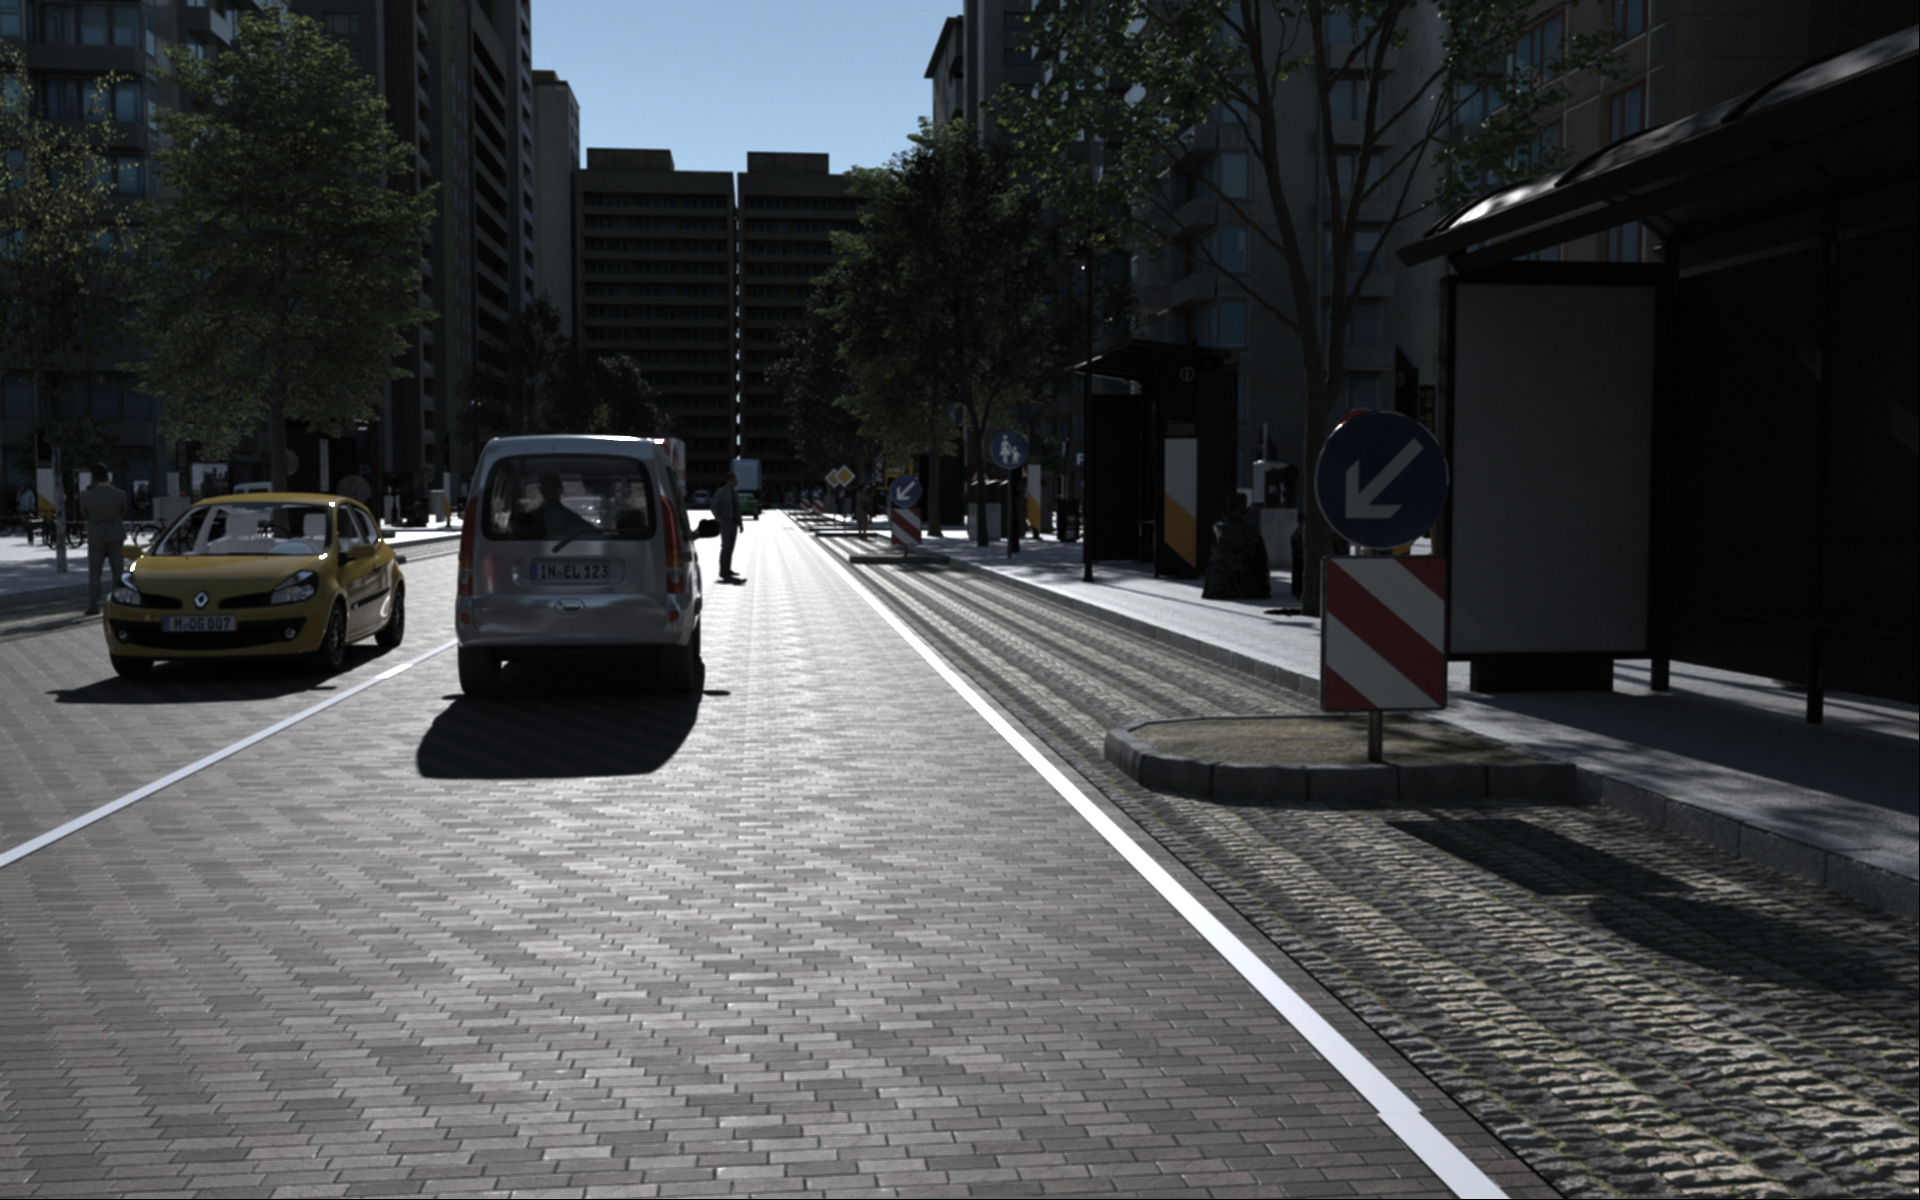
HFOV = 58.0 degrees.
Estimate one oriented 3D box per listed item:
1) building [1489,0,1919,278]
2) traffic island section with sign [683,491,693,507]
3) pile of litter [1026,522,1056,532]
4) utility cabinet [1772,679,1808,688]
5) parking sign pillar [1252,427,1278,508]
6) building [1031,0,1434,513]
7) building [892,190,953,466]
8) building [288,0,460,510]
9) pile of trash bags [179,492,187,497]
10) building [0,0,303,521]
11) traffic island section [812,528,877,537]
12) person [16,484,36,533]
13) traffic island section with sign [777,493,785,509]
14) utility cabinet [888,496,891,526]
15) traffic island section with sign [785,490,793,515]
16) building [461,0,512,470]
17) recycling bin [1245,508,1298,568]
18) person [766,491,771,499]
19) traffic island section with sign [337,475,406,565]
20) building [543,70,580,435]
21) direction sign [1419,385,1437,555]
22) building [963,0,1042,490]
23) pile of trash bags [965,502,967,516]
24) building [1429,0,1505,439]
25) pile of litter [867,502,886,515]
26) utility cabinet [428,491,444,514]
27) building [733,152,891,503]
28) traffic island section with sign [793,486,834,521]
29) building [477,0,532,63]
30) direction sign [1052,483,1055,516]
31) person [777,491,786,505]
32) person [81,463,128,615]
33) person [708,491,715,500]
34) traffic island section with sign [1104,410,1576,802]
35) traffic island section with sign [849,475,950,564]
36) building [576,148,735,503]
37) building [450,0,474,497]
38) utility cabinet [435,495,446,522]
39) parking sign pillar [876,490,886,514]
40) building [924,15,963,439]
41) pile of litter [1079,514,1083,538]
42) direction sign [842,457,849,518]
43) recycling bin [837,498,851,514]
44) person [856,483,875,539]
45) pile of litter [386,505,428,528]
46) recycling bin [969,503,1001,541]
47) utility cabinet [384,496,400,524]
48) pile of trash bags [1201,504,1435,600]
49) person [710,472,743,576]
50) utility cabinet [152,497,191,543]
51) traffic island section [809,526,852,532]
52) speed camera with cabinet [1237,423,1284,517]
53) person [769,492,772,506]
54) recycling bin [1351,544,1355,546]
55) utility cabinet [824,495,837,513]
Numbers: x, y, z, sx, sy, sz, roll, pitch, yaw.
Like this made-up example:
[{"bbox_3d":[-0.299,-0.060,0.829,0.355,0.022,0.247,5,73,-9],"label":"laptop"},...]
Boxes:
[{"bbox_3d":[28.742,-11.360,30.777,27.650,21.520,28.899,0,4,-7],"label":"building"},{"bbox_3d":[-30.540,-11.287,193.176,1.989,1.847,2.006,0,4,-7],"label":"traffic island section with sign"},{"bbox_3d":[2.494,-2.771,59.263,1.719,0.858,1.176,0,4,-7],"label":"pile of litter"},{"bbox_3d":[6.005,-0.165,11.370,1.173,1.500,0.318,0,4,2],"label":"utility cabinet"},{"bbox_3d":[12.242,-4.955,69.482,1.447,3.967,1.447,-1,4,-20],"label":"parking sign pillar"},{"bbox_3d":[17.502,-31.121,128.436,23.786,49.044,30.456,0,4,-7],"label":"building"},{"bbox_3d":[-2.923,-36.550,247.698,14.200,45.320,14.600,0,4,-7],"label":"building"},{"bbox_3d":[-46.131,-27.277,129.570,14.154,41.232,14.086,0,4,-7],"label":"building"},{"bbox_3d":[-29.327,-3.556,67.888,1.912,1.369,3.447,2,4,31],"label":"pile of trash bags"},{"bbox_3d":[-49.355,-28.959,93.091,23.786,49.044,30.456,0,4,-7],"label":"building"},{"bbox_3d":[-3.882,-2.223,58.627,2.009,0.180,2.903,0,4,-7],"label":"traffic island section"},{"bbox_3d":[-32.255,-3.129,59.917,0.793,1.790,0.793,-2,4,-31],"label":"person"},{"bbox_3d":[-16.409,-9.726,167.652,1.989,1.847,2.006,0,4,-7],"label":"traffic island section with sign"},{"bbox_3d":[-2.691,-3.610,70.187,0.306,1.237,1.020,-1,4,-13],"label":"utility cabinet"},{"bbox_3d":[-10.681,-6.676,117.778,1.989,1.847,2.006,0,4,-7],"label":"traffic island section with sign"},{"bbox_3d":[-54.310,-32.867,161.072,21.300,48.544,21.600,0,4,-7],"label":"building"},{"bbox_3d":[5.440,-1.087,30.323,0.722,1.027,0.722,-1,4,-14],"label":"recycling bin"},{"bbox_3d":[-19.497,-10.225,176.194,0.721,1.766,1.217,1,4,11],"label":"person"},{"bbox_3d":[-12.389,-1.625,35.203,1.989,1.847,2.006,0,4,-7],"label":"traffic island section with sign"},{"bbox_3d":[-67.701,-42.877,243.030,28.212,58.520,21.231,0,4,-7],"label":"building"},{"bbox_3d":[9.919,-2.688,35.947,0.876,3.537,0.379,3,5,40],"label":"direction sign"},{"bbox_3d":[10.837,-37.983,163.020,21.231,58.520,28.212,0,4,-7],"label":"building"},{"bbox_3d":[-0.597,-5.761,103.948,1.912,1.369,3.447,-1,4,-8],"label":"pile of trash bags"},{"bbox_3d":[23.751,-28.878,91.762,30.456,49.044,23.786,0,4,-7],"label":"building"},{"bbox_3d":[-5.431,-5.604,105.590,1.176,0.858,1.719,3,4,36],"label":"pile of litter"},{"bbox_3d":[-32.511,-6.058,107.719,0.318,1.500,1.173,2,4,28],"label":"utility cabinet"},{"bbox_3d":[-21.074,-38.230,248.762,21.600,48.544,21.300,0,4,-7],"label":"building"},{"bbox_3d":[-7.601,-5.038,90.999,1.989,1.847,2.006,0,4,-7],"label":"traffic island section with sign"},{"bbox_3d":[-60.829,-39.443,186.897,28.212,58.520,21.231,0,4,-7],"label":"building"},{"bbox_3d":[5.417,-6.724,101.935,0.876,3.537,0.379,0,4,6],"label":"direction sign"},{"bbox_3d":[-20.645,-11.765,200.787,1.348,1.831,0.705,-3,5,-41],"label":"person"},{"bbox_3d":[-10.191,-0.730,20.624,0.511,1.800,0.466,-3,5,-43],"label":"person"},{"bbox_3d":[-24.626,-10.041,173.394,1.217,1.735,0.721,-2,4,-28],"label":"person"},{"bbox_3d":[1.814,-0.022,8.990,1.989,1.847,2.006,0,4,-7],"label":"traffic island section with sign"},{"bbox_3d":[-1.298,-1.680,36.096,1.989,1.847,2.006,0,4,-7],"label":"traffic island section with sign"},{"bbox_3d":[-42.508,-38.067,246.089,21.600,48.544,21.300,0,4,-7],"label":"building"},{"bbox_3d":[-48.891,-30.196,143.807,14.600,45.320,14.200,0,4,-7],"label":"building"},{"bbox_3d":[-23.896,-4.189,79.658,0.306,1.237,1.020,0,4,-6],"label":"utility cabinet"},{"bbox_3d":[-5.038,-7.674,113.935,1.447,3.967,1.447,1,4,20],"label":"parking sign pillar"},{"bbox_3d":[11.624,-36.822,191.270,28.713,52.752,27.495,0,4,-7],"label":"building"},{"bbox_3d":[4.019,-2.237,50.539,1.176,0.858,1.719,-1,4,-18],"label":"pile of litter"},{"bbox_3d":[-6.283,-6.280,94.673,0.379,3.537,0.876,0,4,2],"label":"direction sign"},{"bbox_3d":[-7.676,-6.247,114.686,0.722,1.027,0.722,3,5,44],"label":"recycling bin"},{"bbox_3d":[-2.959,-2.787,54.433,0.532,1.782,0.716,-1,4,-20],"label":"person"},{"bbox_3d":[-21.312,-3.228,66.744,1.719,0.858,1.176,-2,4,-34],"label":"pile of litter"},{"bbox_3d":[0.682,-2.168,48.000,0.722,1.027,0.722,-1,4,-19],"label":"recycling bin"},{"bbox_3d":[-24.216,-3.832,73.817,0.306,1.237,1.020,0,4,4],"label":"utility cabinet"},{"bbox_3d":[4.615,-0.708,21.328,3.447,1.369,1.912,2,4,25],"label":"pile of trash bags"},{"bbox_3d":[-4.076,-1.335,30.432,0.391,1.810,0.635,2,4,27],"label":"person"},{"bbox_3d":[-17.568,-1.693,38.849,0.306,1.237,1.020,2,4,26],"label":"utility cabinet"},{"bbox_3d":[-4.794,-2.708,66.560,2.009,0.180,2.903,0,4,-7],"label":"traffic island section"},{"bbox_3d":[7.967,-3.274,47.867,2.038,3.252,0.660,-2,4,-26],"label":"speed camera with cabinet"},{"bbox_3d":[-23.875,-12.676,216.427,0.721,1.739,1.217,3,4,36],"label":"person"},{"bbox_3d":[10.067,-1.881,43.303,0.722,1.027,0.722,-1,4,-14],"label":"recycling bin"},{"bbox_3d":[-8.636,-6.463,116.838,1.020,1.237,0.306,0,4,8],"label":"utility cabinet"}]
